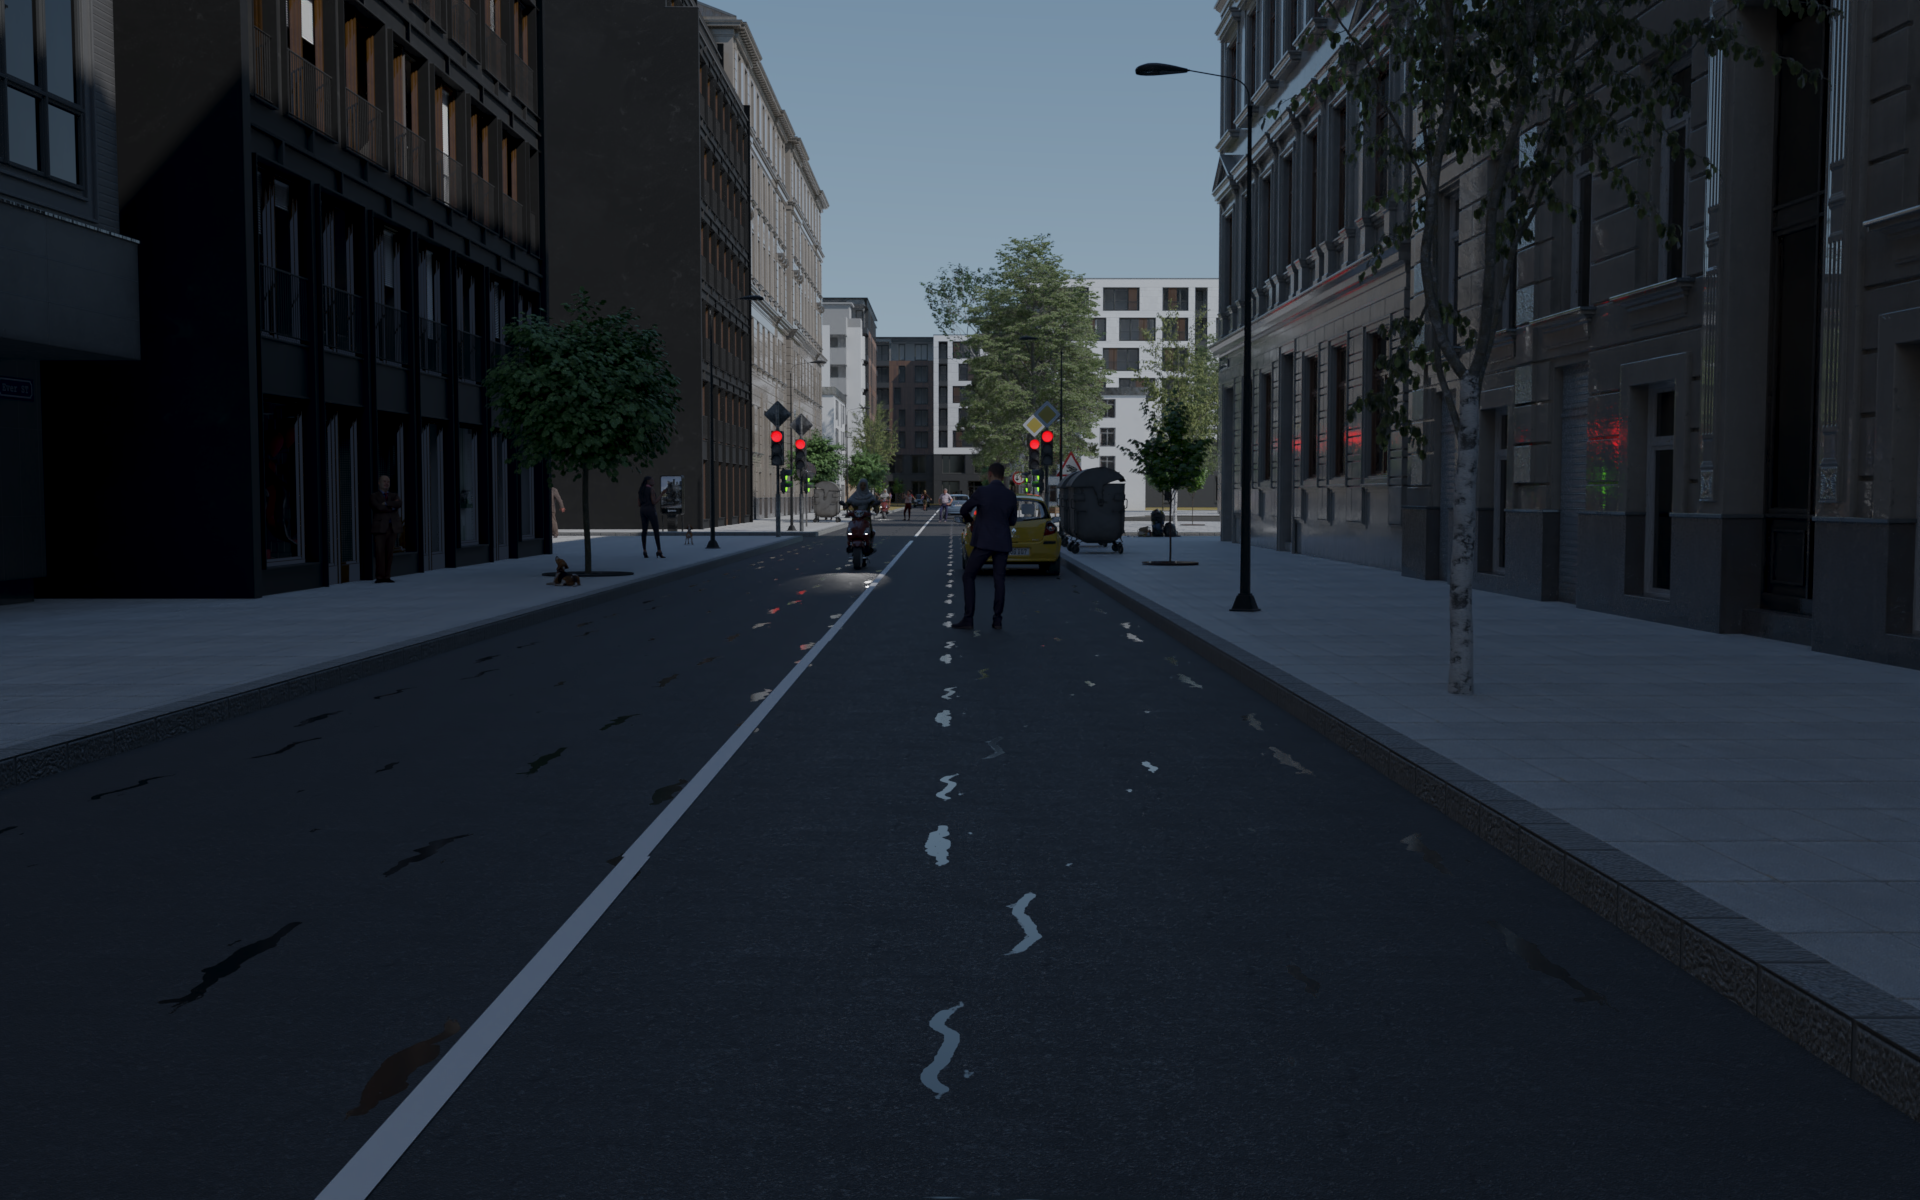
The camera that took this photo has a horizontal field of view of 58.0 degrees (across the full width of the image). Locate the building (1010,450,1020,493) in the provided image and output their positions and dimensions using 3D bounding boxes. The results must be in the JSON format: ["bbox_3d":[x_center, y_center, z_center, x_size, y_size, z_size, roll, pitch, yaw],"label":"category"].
[{"bbox_3d":[13.692,-21.154,202.287,16.016,20.091,11.380,0,4,0],"label":"building"}]

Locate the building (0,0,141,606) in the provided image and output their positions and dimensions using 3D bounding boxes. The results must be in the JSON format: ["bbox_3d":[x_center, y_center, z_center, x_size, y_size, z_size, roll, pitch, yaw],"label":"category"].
[{"bbox_3d":[-16.308,-13.114,7.917,14.314,27.812,24.014,0,4,0],"label":"building"}]

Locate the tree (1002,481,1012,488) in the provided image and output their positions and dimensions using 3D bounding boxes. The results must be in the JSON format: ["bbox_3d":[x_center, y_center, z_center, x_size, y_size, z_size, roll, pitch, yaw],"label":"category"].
[{"bbox_3d":[3.092,-8.901,140.140,1.663,3.219,1.824,0,3,0],"label":"tree"}]

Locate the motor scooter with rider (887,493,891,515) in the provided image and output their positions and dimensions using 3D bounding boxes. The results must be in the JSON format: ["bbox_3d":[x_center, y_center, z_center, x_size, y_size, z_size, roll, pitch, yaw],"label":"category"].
[{"bbox_3d":[-4.435,-5.629,100.997,0.876,1.779,1.986,0,4,0],"label":"motor scooter with rider"}]

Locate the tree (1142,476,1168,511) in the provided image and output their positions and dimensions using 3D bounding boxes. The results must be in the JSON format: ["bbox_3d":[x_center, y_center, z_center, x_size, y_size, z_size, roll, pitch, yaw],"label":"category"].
[{"bbox_3d":[15.489,-9.032,131.380,4.285,4.588,4.351,0,3,0],"label":"tree"}]

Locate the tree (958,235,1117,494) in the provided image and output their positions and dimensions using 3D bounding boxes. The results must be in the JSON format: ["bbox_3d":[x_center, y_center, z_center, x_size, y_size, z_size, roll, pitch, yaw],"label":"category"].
[{"bbox_3d":[3.357,-9.688,76.526,7.486,12.596,7.792,0,3,0],"label":"tree"}]

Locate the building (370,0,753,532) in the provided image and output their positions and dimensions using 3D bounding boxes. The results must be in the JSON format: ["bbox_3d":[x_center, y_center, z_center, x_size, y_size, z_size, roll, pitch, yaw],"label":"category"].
[{"bbox_3d":[-15.477,-14.683,69.752,12.332,23.373,15.834,0,4,0],"label":"building"}]

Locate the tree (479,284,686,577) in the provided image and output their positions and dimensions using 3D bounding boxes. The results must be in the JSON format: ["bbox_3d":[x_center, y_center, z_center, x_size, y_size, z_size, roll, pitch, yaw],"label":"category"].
[{"bbox_3d":[-5.914,-2.673,27.413,4.285,4.588,4.351,0,3,0],"label":"tree"}]

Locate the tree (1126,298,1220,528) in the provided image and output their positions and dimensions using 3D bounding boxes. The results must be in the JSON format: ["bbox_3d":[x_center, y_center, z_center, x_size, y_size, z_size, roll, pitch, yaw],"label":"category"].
[{"bbox_3d":[8.480,-7.079,66.098,4.737,8.622,4.395,0,3,0],"label":"tree"}]

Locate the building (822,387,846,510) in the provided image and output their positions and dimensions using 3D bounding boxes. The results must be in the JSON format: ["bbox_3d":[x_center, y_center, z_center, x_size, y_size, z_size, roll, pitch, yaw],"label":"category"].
[{"bbox_3d":[-14.331,-12.676,149.394,9.099,9.664,28.070,0,4,0],"label":"building"}]

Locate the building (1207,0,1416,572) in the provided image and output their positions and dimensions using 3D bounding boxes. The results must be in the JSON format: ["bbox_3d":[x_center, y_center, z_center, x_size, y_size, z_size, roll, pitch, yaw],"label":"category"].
[{"bbox_3d":[12.177,-12.311,37.436,11.583,22.565,21.152,0,4,0],"label":"building"}]

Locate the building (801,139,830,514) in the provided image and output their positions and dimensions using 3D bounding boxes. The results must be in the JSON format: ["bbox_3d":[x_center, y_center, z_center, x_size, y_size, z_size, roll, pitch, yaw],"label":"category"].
[{"bbox_3d":[-15.738,-19.464,115.495,12.463,27.353,25.104,0,4,0],"label":"building"}]

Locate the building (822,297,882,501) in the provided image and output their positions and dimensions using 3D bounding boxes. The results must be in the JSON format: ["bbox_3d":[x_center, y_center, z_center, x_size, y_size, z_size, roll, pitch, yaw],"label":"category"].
[{"bbox_3d":[-25.948,-21.397,193.821,32.646,21.610,27.936,0,4,0],"label":"building"}]

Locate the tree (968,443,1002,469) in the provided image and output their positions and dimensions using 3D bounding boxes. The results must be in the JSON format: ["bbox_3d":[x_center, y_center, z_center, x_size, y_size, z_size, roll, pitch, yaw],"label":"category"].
[{"bbox_3d":[2.828,-14.219,182.846,4.360,8.622,3.978,0,3,0],"label":"tree"}]

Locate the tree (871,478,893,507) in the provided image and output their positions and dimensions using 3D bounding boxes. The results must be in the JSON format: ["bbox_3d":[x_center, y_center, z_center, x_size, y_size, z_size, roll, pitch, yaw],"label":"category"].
[{"bbox_3d":[-6.771,-9.269,146.146,1.663,3.219,1.824,0,3,0],"label":"tree"}]

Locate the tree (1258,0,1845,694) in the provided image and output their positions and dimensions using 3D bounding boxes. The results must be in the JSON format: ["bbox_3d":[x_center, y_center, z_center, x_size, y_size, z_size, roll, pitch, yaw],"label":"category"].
[{"bbox_3d":[3.434,-3.711,11.031,4.360,8.622,3.978,0,3,0],"label":"tree"}]

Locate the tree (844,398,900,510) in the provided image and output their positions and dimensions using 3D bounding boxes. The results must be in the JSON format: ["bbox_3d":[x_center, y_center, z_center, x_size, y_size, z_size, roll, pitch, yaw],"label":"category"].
[{"bbox_3d":[-6.970,-11.496,138.318,4.737,8.622,4.395,0,3,0],"label":"tree"}]

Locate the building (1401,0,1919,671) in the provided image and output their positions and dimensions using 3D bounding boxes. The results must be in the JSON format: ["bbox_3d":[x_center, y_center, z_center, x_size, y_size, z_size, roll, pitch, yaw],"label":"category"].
[{"bbox_3d":[12.597,-13.269,14.208,12.463,27.353,25.104,0,4,0],"label":"building"}]

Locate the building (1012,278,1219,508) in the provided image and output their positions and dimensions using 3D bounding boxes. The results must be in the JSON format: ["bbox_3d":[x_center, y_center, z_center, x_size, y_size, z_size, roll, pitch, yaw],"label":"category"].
[{"bbox_3d":[20.188,-20.562,180.170,27.936,21.610,32.646,0,4,0],"label":"building"}]

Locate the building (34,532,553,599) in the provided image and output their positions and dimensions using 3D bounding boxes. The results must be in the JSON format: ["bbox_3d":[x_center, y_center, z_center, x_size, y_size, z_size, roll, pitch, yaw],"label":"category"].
[{"bbox_3d":[-14.808,-12.150,28.334,12.332,23.373,15.834,0,4,0],"label":"building"}]

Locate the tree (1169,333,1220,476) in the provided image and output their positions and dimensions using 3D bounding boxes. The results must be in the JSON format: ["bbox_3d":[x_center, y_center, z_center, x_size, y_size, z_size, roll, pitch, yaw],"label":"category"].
[{"bbox_3d":[18.142,-12.519,122.814,7.486,12.596,7.792,0,3,0],"label":"tree"}]

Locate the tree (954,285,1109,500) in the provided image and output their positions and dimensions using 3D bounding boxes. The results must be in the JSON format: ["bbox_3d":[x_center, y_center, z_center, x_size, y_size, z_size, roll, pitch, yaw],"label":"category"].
[{"bbox_3d":[4.296,-10.199,88.812,6.751,12.117,7.091,0,3,0],"label":"tree"}]

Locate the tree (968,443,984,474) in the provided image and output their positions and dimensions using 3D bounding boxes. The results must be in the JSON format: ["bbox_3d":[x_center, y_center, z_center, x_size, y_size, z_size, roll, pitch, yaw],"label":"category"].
[{"bbox_3d":[3.162,-15.998,211.924,4.737,8.622,4.395,0,3,0],"label":"tree"}]

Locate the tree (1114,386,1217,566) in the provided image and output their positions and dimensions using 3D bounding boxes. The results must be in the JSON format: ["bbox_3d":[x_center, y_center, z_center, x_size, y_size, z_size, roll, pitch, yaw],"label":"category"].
[{"bbox_3d":[3.891,-2.240,31.226,1.663,3.219,1.824,0,3,0],"label":"tree"}]

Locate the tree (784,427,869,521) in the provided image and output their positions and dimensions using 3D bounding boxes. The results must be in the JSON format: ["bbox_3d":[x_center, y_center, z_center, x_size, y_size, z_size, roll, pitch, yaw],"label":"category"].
[{"bbox_3d":[-6.952,-6.169,84.582,4.285,4.588,4.351,0,3,0],"label":"tree"}]

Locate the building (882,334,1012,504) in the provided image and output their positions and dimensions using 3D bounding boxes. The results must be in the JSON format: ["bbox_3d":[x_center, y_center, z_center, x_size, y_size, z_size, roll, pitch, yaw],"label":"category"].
[{"bbox_3d":[-5.621,-23.943,235.445,32.646,21.610,27.936,0,4,0],"label":"building"}]

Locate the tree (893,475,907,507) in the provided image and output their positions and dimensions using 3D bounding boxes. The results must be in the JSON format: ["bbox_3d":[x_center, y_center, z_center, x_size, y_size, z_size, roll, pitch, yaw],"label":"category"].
[{"bbox_3d":[-6.383,-11.138,176.706,1.663,3.219,1.824,0,3,0],"label":"tree"}]

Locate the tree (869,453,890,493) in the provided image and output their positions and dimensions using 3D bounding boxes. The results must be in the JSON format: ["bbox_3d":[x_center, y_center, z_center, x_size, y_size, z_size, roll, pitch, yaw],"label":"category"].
[{"bbox_3d":[-6.371,-8.136,116.734,4.285,4.588,4.351,0,3,0],"label":"tree"}]

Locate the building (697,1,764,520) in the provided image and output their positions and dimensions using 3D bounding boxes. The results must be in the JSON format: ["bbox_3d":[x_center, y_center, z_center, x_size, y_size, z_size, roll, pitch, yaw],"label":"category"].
[{"bbox_3d":[-15.844,-17.921,90.276,12.463,27.353,25.104,0,4,0],"label":"building"}]

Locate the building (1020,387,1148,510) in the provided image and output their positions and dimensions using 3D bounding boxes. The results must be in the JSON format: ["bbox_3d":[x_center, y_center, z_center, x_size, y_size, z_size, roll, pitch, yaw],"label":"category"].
[{"bbox_3d":[10.163,-12.724,150.192,9.099,9.664,28.070,0,4,0],"label":"building"}]

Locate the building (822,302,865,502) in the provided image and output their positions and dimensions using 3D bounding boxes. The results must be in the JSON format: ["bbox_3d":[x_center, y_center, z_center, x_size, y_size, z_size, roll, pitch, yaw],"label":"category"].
[{"bbox_3d":[-17.210,-19.105,168.791,16.016,20.091,11.380,0,4,0],"label":"building"}]

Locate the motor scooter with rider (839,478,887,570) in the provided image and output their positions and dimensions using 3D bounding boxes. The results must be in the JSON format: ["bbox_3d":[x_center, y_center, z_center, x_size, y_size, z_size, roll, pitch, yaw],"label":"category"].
[{"bbox_3d":[-1.954,-1.503,33.541,0.876,1.779,1.986,0,4,1],"label":"motor scooter with rider"}]

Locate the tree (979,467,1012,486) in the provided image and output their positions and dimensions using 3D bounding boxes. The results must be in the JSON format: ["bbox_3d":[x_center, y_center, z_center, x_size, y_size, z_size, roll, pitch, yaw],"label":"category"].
[{"bbox_3d":[3.503,-11.393,169.995,4.285,4.588,4.351,0,3,0],"label":"tree"}]

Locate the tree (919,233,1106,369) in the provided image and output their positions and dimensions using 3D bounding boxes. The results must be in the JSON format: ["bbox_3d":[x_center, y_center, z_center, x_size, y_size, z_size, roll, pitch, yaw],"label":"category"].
[{"bbox_3d":[3.793,-16.494,125.564,12.611,20.169,13.585,0,3,0],"label":"tree"}]

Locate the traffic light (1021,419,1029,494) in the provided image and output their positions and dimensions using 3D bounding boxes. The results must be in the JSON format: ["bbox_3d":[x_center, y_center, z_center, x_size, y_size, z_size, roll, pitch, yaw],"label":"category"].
[{"bbox_3d":[2.529,-4.299,59.529,0.839,4.213,0.868,0,4,0],"label":"traffic light"}]

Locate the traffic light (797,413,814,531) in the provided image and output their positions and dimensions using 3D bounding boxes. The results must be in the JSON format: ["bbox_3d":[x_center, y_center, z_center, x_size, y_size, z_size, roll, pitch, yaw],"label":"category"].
[{"bbox_3d":[-5.432,-4.296,59.479,0.839,4.213,0.868,0,4,0],"label":"traffic light"}]
